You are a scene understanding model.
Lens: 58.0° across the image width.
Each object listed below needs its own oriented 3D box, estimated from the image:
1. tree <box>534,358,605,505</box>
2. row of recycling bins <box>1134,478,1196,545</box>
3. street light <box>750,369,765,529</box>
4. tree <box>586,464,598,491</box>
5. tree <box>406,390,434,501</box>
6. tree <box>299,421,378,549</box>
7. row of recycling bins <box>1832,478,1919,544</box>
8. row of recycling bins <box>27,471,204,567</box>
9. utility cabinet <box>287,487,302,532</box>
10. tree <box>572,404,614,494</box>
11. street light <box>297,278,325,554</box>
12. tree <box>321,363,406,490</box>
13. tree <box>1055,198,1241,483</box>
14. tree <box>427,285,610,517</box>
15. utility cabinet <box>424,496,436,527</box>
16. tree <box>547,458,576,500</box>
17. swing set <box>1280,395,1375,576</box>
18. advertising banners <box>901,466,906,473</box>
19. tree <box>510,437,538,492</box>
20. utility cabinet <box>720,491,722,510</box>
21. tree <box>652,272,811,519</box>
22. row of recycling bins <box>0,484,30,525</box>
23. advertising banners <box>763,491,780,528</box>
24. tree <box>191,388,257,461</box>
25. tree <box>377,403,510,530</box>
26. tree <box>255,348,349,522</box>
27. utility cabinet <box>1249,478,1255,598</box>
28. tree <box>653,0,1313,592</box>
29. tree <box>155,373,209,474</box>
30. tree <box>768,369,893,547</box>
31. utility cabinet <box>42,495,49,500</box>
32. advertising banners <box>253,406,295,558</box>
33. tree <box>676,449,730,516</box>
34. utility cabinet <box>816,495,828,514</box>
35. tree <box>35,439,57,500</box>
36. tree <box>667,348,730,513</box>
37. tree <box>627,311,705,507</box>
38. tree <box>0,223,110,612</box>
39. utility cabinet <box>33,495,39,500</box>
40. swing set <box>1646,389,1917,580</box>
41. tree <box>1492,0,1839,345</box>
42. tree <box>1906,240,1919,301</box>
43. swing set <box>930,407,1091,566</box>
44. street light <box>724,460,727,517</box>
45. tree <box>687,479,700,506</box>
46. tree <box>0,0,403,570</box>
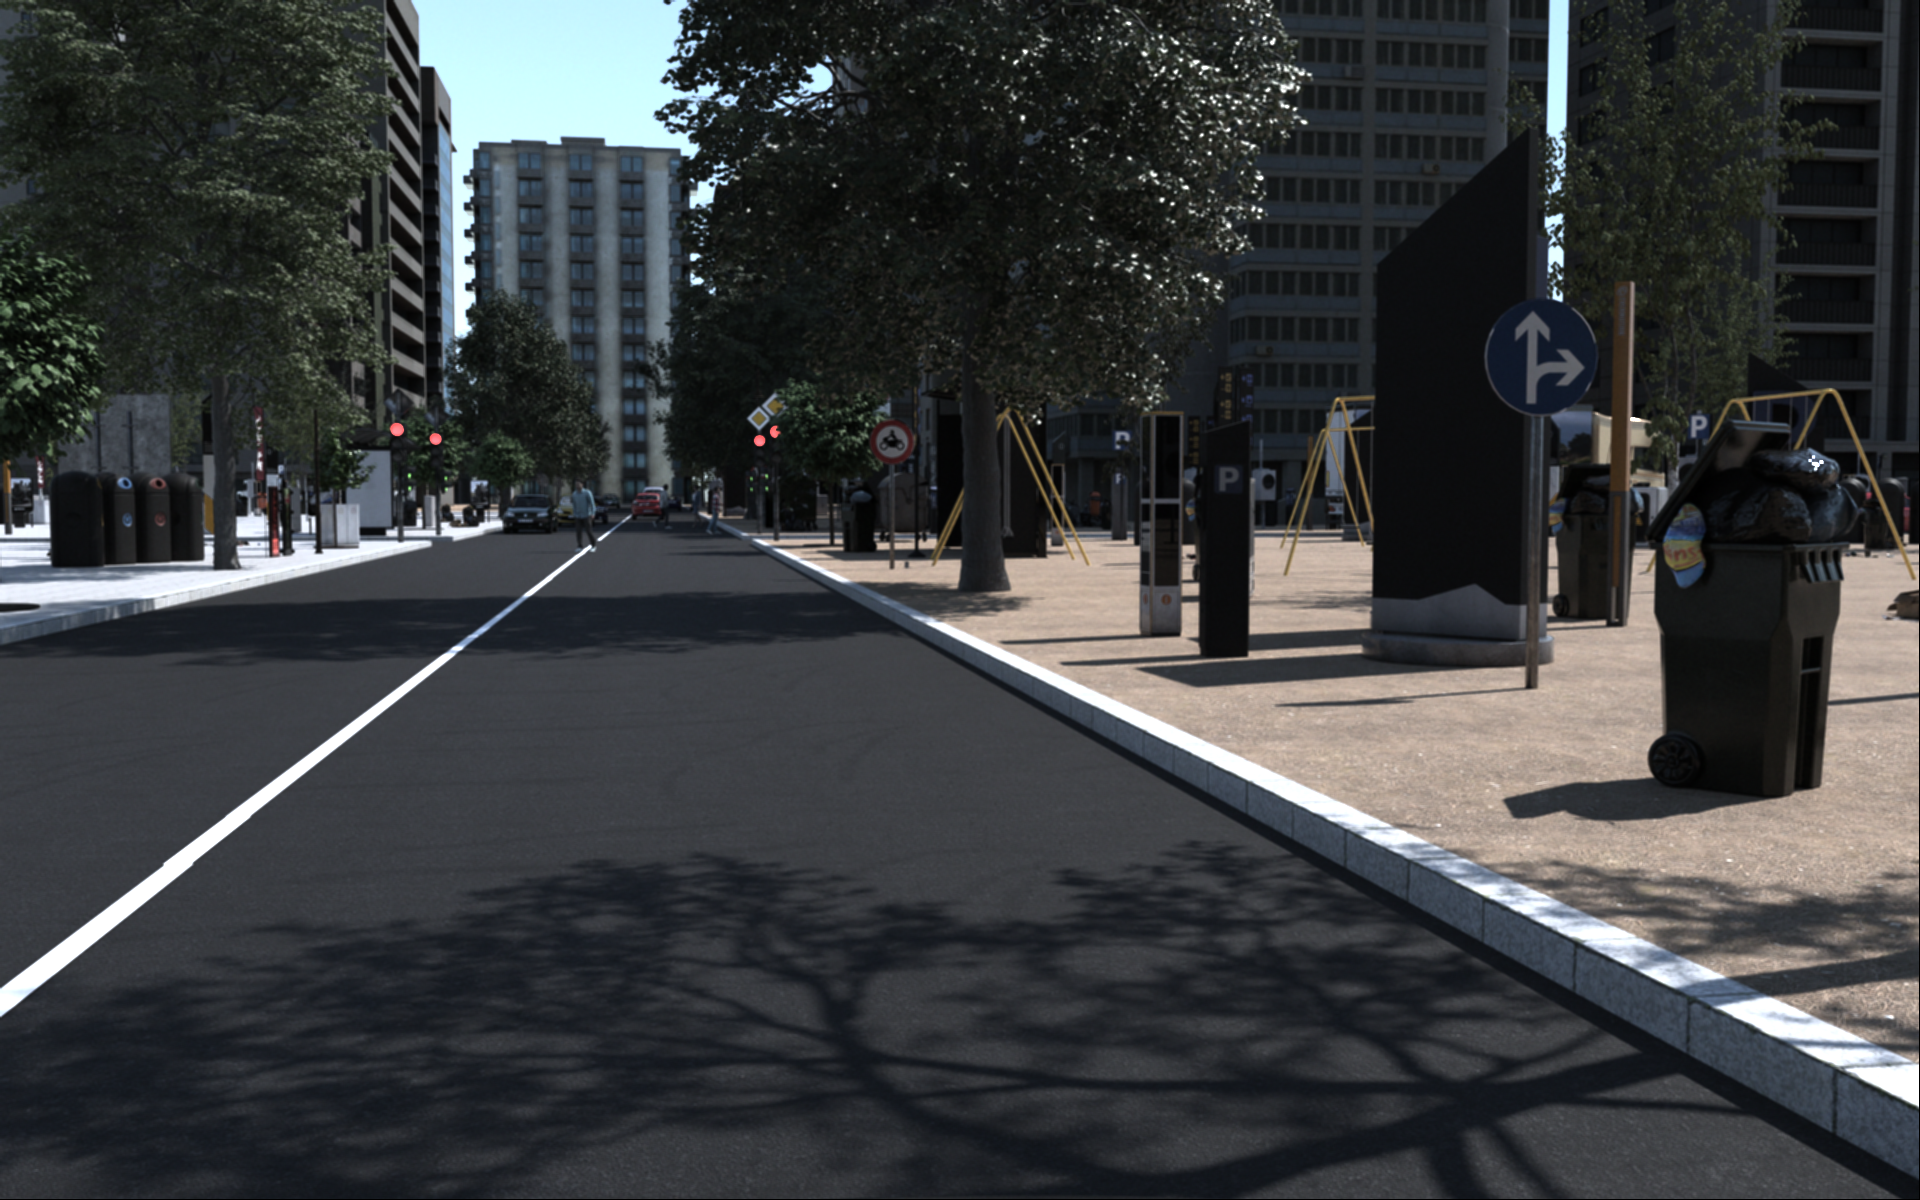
[{"bbox_3d":[-33.291,-13.786,143.527,7.486,12.596,7.792,0,3,0],"label":"tree"},{"bbox_3d":[5.990,-2.273,44.272,3.534,1.692,1.069,-2,4,-33],"label":"row of recycling bins"},{"bbox_3d":[-7.471,-5.585,64.095,0.468,5.910,1.993,-1,4,-10],"label":"street light"},{"bbox_3d":[-41.814,-14.902,194.005,4.360,8.622,3.978,0,3,0],"label":"tree"},{"bbox_3d":[-38.557,-10.480,121.714,4.360,8.622,3.978,0,3,0],"label":"tree"},{"bbox_3d":[-14.756,-2.831,40.882,1.663,3.219,1.824,0,3,0],"label":"tree"},{"bbox_3d":[23.886,-2.346,45.476,3.534,1.692,1.069,2,4,29],"label":"row of recycling bins"},{"bbox_3d":[-15.342,-1.517,31.916,1.069,1.692,3.534,1,4,13],"label":"row of recycling bins"},{"bbox_3d":[-22.242,-3.009,57.872,0.318,1.500,1.173,-2,4,-28],"label":"utility cabinet"},{"bbox_3d":[-34.365,-13.469,154.634,7.601,10.594,8.767,0,4,-1],"label":"tree"},{"bbox_3d":[-13.824,-3.938,37.167,0.468,5.910,1.993,-1,4,-10],"label":"street light"},{"bbox_3d":[-34.707,-9.050,98.335,4.360,8.622,3.978,0,3,0],"label":"tree"},{"bbox_3d":[4.278,-5.437,39.262,4.360,8.622,3.978,0,3,0],"label":"tree"},{"bbox_3d":[-24.949,-10.905,95.305,9.611,12.733,9.660,0,3,0],"label":"tree"},{"bbox_3d":[-20.726,-3.466,67.832,0.306,1.237,1.020,0,4,-6],"label":"utility cabinet"},{"bbox_3d":[-31.306,-11.295,135.030,4.737,8.622,4.395,0,3,0],"label":"tree"},{"bbox_3d":[7.191,-1.799,27.037,2.862,2.851,3.119,-3,5,-44],"label":"swing set"},{"bbox_3d":[-3.082,-6.974,110.217,0.090,3.025,2.074,3,4,36],"label":"advertising banners"},{"bbox_3d":[-22.420,-6.186,84.853,4.285,4.588,4.351,0,3,0],"label":"tree"},{"bbox_3d":[-17.366,-7.239,127.039,0.318,1.500,1.173,2,4,24],"label":"utility cabinet"},{"bbox_3d":[-10.669,-10.431,87.551,9.611,12.733,9.660,0,3,0],"label":"tree"},{"bbox_3d":[-40.588,-4.021,72.854,1.069,1.692,3.534,1,4,12],"label":"row of recycling bins"},{"bbox_3d":[-6.572,-4.278,66.127,2.074,3.025,0.090,-2,4,-31],"label":"advertising banners"},{"bbox_3d":[-50.382,-10.326,119.191,4.360,8.622,3.978,0,3,0],"label":"tree"},{"bbox_3d":[-19.384,-4.834,62.748,4.285,4.588,4.351,0,3,0],"label":"tree"},{"bbox_3d":[-33.833,-8.476,88.939,4.737,8.622,4.395,0,3,0],"label":"tree"},{"bbox_3d":[3.490,-0.784,21.491,0.318,1.500,1.173,1,4,12],"label":"utility cabinet"},{"bbox_3d":[0.328,-7.081,22.435,9.857,13.997,8.962,0,3,0],"label":"tree"},{"bbox_3d":[-46.429,-9.326,102.850,4.737,8.622,4.395,0,3,0],"label":"tree"},{"bbox_3d":[-3.116,-3.609,42.726,4.285,4.588,4.351,0,3,0],"label":"tree"},{"bbox_3d":[-47.602,-4.835,90.209,0.306,1.237,1.020,-2,4,-34],"label":"utility cabinet"},{"bbox_3d":[-13.968,-2.388,35.237,0.090,3.025,2.074,0,4,-2],"label":"advertising banners"},{"bbox_3d":[-14.104,-9.335,102.995,4.737,8.622,4.395,0,3,0],"label":"tree"},{"bbox_3d":[-8.894,-6.028,109.721,1.020,1.237,0.306,-1,4,-23],"label":"utility cabinet"},{"bbox_3d":[-47.549,-8.749,93.405,4.737,8.622,4.395,0,3,0],"label":"tree"},{"bbox_3d":[-16.427,-12.333,119.767,7.486,12.596,7.792,0,3,0],"label":"tree"},{"bbox_3d":[-25.932,-19.095,168.100,12.611,20.169,13.585,0,3,0],"label":"tree"},{"bbox_3d":[-11.017,-2.167,19.137,4.285,4.588,4.351,0,3,0],"label":"tree"},{"bbox_3d":[-58.584,-6.003,109.308,0.306,1.237,1.020,1,4,20],"label":"utility cabinet"},{"bbox_3d":[12.834,-1.817,27.327,2.862,2.851,3.119,0,4,-3],"label":"swing set"},{"bbox_3d":[9.110,-4.415,22.546,4.737,8.622,4.395,0,3,0],"label":"tree"},{"bbox_3d":[24.274,-5.513,40.494,4.737,8.622,4.395,0,3,0],"label":"tree"},{"bbox_3d":[0.873,-2.133,32.502,2.862,2.851,3.119,0,4,-2],"label":"swing set"},{"bbox_3d":[-13.152,-7.587,96.843,0.468,5.910,1.993,-1,4,-10],"label":"street light"},{"bbox_3d":[-29.601,-12.200,194.069,1.663,3.219,1.824,0,3,0],"label":"tree"},{"bbox_3d":[-12.705,-6.764,28.713,7.486,12.596,7.792,0,3,0],"label":"tree"}]
